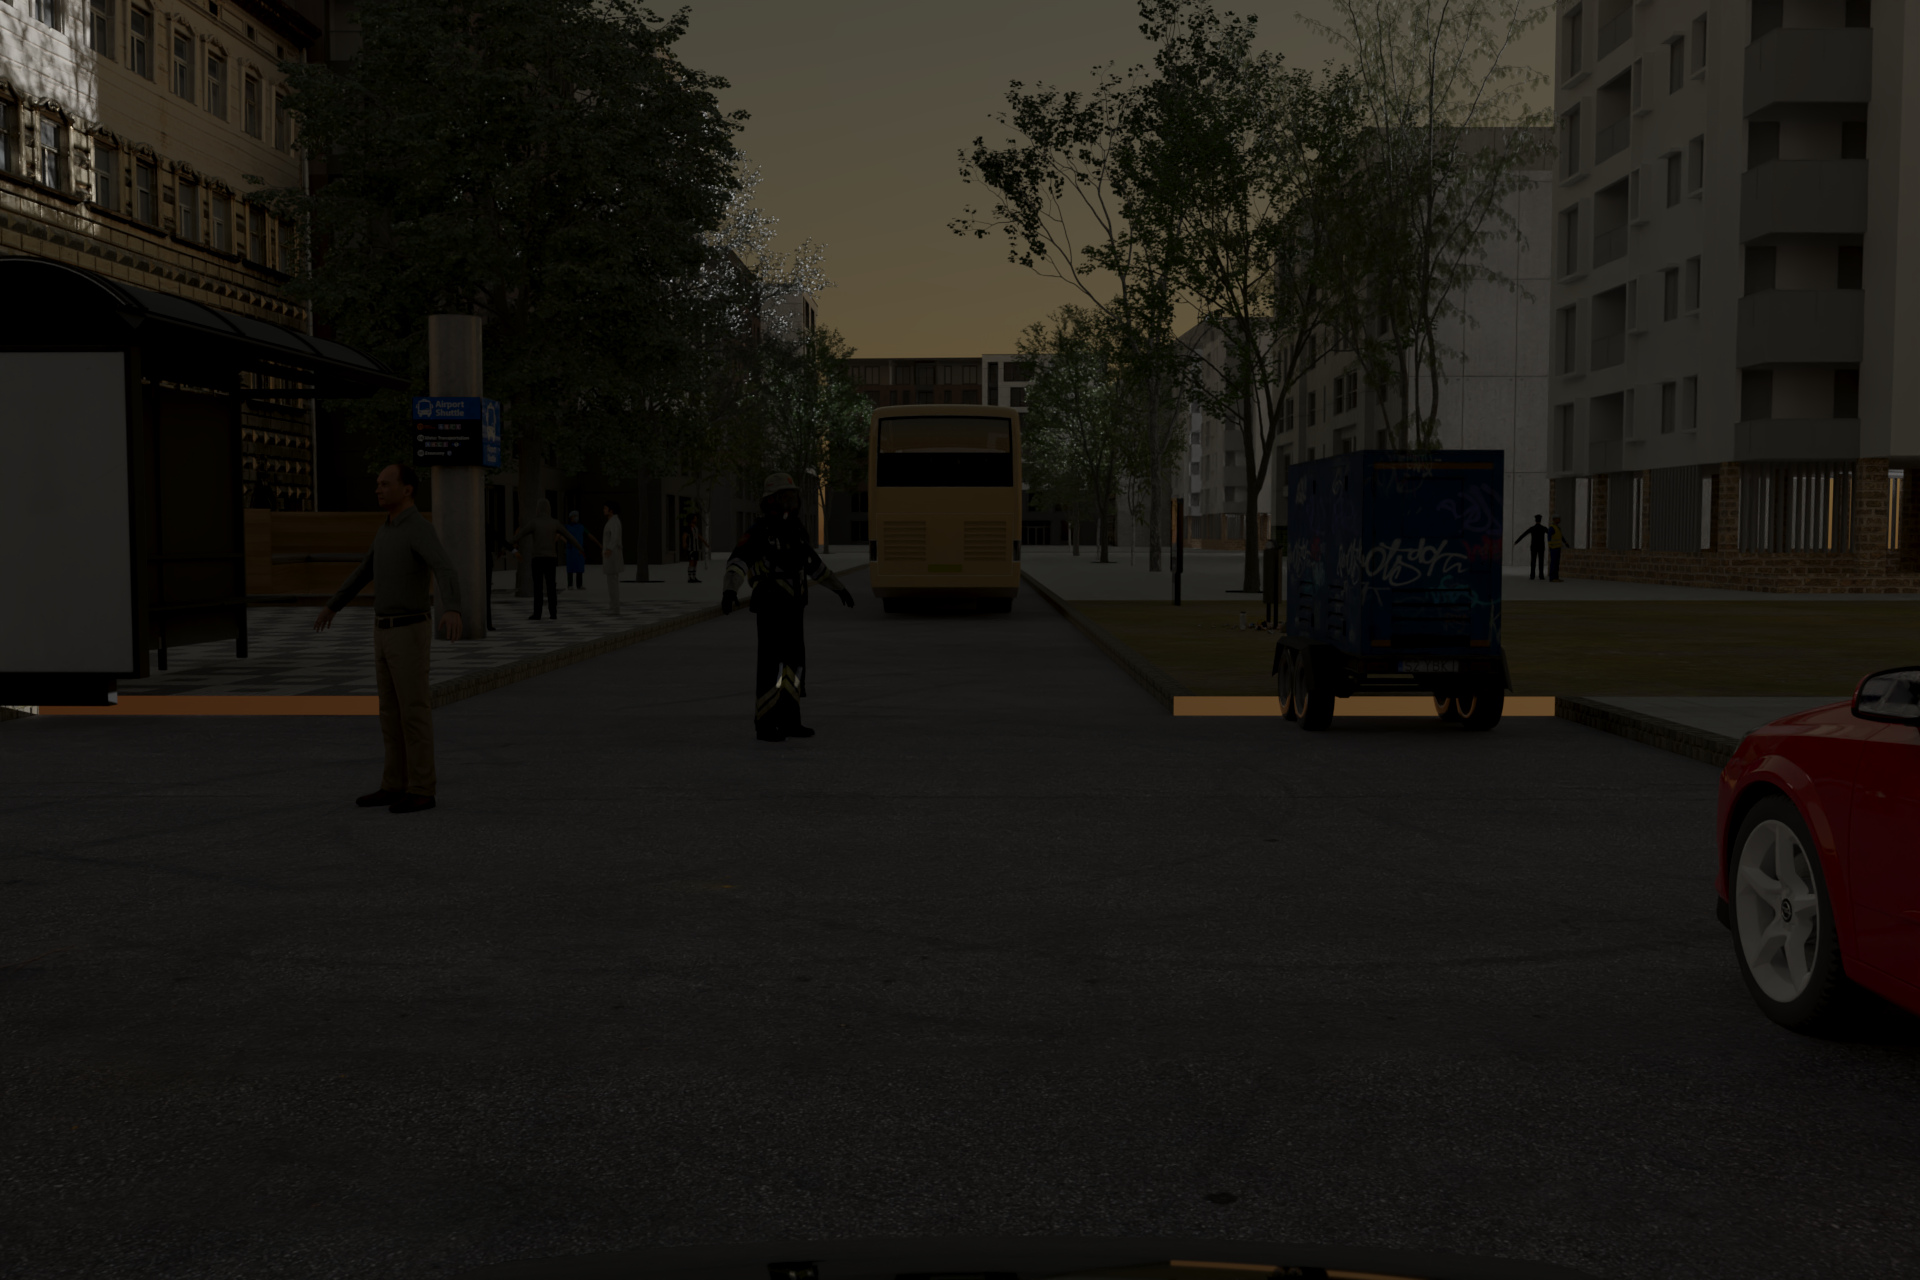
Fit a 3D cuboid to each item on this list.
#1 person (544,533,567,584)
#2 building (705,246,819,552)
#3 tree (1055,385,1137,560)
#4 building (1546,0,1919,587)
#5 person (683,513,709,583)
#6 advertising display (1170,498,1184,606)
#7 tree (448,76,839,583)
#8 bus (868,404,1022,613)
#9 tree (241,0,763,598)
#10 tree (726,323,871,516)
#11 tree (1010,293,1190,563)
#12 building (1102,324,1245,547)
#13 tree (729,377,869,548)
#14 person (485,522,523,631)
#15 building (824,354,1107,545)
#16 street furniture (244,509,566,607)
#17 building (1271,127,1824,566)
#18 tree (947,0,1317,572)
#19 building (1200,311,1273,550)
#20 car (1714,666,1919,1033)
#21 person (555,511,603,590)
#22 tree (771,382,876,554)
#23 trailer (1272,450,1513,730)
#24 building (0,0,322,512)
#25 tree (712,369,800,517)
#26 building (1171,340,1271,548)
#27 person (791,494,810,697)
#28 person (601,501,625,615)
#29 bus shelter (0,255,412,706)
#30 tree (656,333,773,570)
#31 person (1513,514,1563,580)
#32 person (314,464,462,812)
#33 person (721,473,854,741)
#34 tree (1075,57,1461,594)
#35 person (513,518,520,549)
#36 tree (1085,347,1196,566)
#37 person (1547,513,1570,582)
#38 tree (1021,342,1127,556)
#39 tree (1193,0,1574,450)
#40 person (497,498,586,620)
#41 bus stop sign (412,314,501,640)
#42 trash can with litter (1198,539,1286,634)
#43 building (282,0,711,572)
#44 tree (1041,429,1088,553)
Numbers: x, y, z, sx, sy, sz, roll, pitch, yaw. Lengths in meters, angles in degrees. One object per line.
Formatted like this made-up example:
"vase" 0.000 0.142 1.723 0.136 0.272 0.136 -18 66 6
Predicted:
"person" -10.495 -2.334 44.024 1.347 1.847 0.705 1 4 18
"building" -26.763 -18.071 139.430 27.936 21.610 32.646 0 4 0
"tree" 6.788 -8.219 84.735 4.360 8.622 3.978 0 3 0
"building" 22.636 -11.813 49.561 16.016 20.090 11.380 0 4 1
"person" -6.990 -2.406 45.483 0.704 1.843 1.345 1 4 19
"advertising display" 3.910 -1.592 31.249 0.123 1.923 0.974 0 4 0
"tree" -8.264 -8.264 45.491 12.009 13.543 11.850 0 3 0
"bus" -0.205 -2.624 34.448 2.896 3.916 12.252 0 4 0
"tree" -8.855 -7.843 34.888 9.857 13.997 8.962 0 3 0
"tree" -7.941 -9.731 84.861 9.928 11.665 9.643 0 3 0
"tree" 6.267 -9.196 76.113 9.928 11.665 9.643 0 3 0
"building" 25.154 -21.564 183.506 19.493 23.208 18.063 0 4 0
"tree" -8.512 -9.981 97.600 8.767 10.594 7.601 -2 4 -30
"person" -6.360 -1.000 23.073 1.216 1.740 0.721 1 4 22
"building" 1.377 -22.202 209.439 32.646 21.610 27.936 0 4 4
"street furniture" -13.351 -1.682 34.350 11.010 1.723 9.812 -1 4 -9
"building" 26.193 -13.304 83.980 16.747 18.905 31.486 0 4 1
"tree" 5.887 -12.323 57.376 12.611 20.169 13.585 0 3 0
"building" 25.809 -17.816 147.704 16.016 20.090 11.380 0 4 1
"car" 3.235 0.326 3.713 2.155 1.783 4.494 0 4 1
"person" -8.848 -2.063 39.855 1.347 1.817 0.704 -3 5 -39
"tree" -8.575 -11.346 111.261 9.928 11.665 9.643 0 3 0
"trailer" 3.198 -0.406 13.684 1.471 1.999 3.904 0 3 0
"building" -29.059 -12.999 43.463 19.493 23.208 18.063 0 4 1
"tree" -8.627 -7.713 76.476 4.360 8.622 3.978 0 3 0
"building" 25.903 -19.125 169.118 16.016 20.090 11.380 0 4 0
"person" -1.520 -0.403 15.278 0.704 1.802 1.346 -1 4 -18
"person" -5.571 -1.310 27.603 0.705 1.806 1.347 -1 4 -14
"bus shelter" -6.790 -1.312 15.368 2.014 3.302 5.546 0 4 2
"tree" -9.022 -6.844 62.261 4.737 8.622 4.395 0 3 0
"person" 16.242 -2.615 48.688 1.347 1.837 0.705 1 4 22
"person" -2.940 -0.020 9.048 1.348 1.796 0.705 3 5 42
"person" -1.239 -0.236 12.101 0.705 1.856 1.354 2 4 35
"tree" 6.536 -6.838 37.561 9.928 11.665 9.643 0 3 0
"person" -10.539 -2.162 42.146 1.217 1.733 0.721 3 5 45
"tree" 7.153 -7.253 68.944 4.737 8.622 4.395 0 3 0
"person" 15.940 -2.465 46.275 0.705 1.833 1.349 3 5 39
"tree" 6.508 -11.232 101.770 7.486 12.596 7.792 0 3 0
"tree" 5.220 -4.201 19.056 4.360 8.622 3.978 0 3 0
"person" -6.241 -1.212 25.948 1.348 1.813 0.705 -2 4 -30
"bus stop sign" -6.125 -1.964 21.127 0.837 3.901 0.837 0 4 0
"trash can with litter" 4.136 -0.735 23.081 1.678 1.210 2.233 0 4 -1
"building" -26.328 -13.785 69.360 27.936 21.610 32.646 0 3 0
"tree" 7.613 -10.168 116.606 4.360 8.622 3.978 0 3 0
